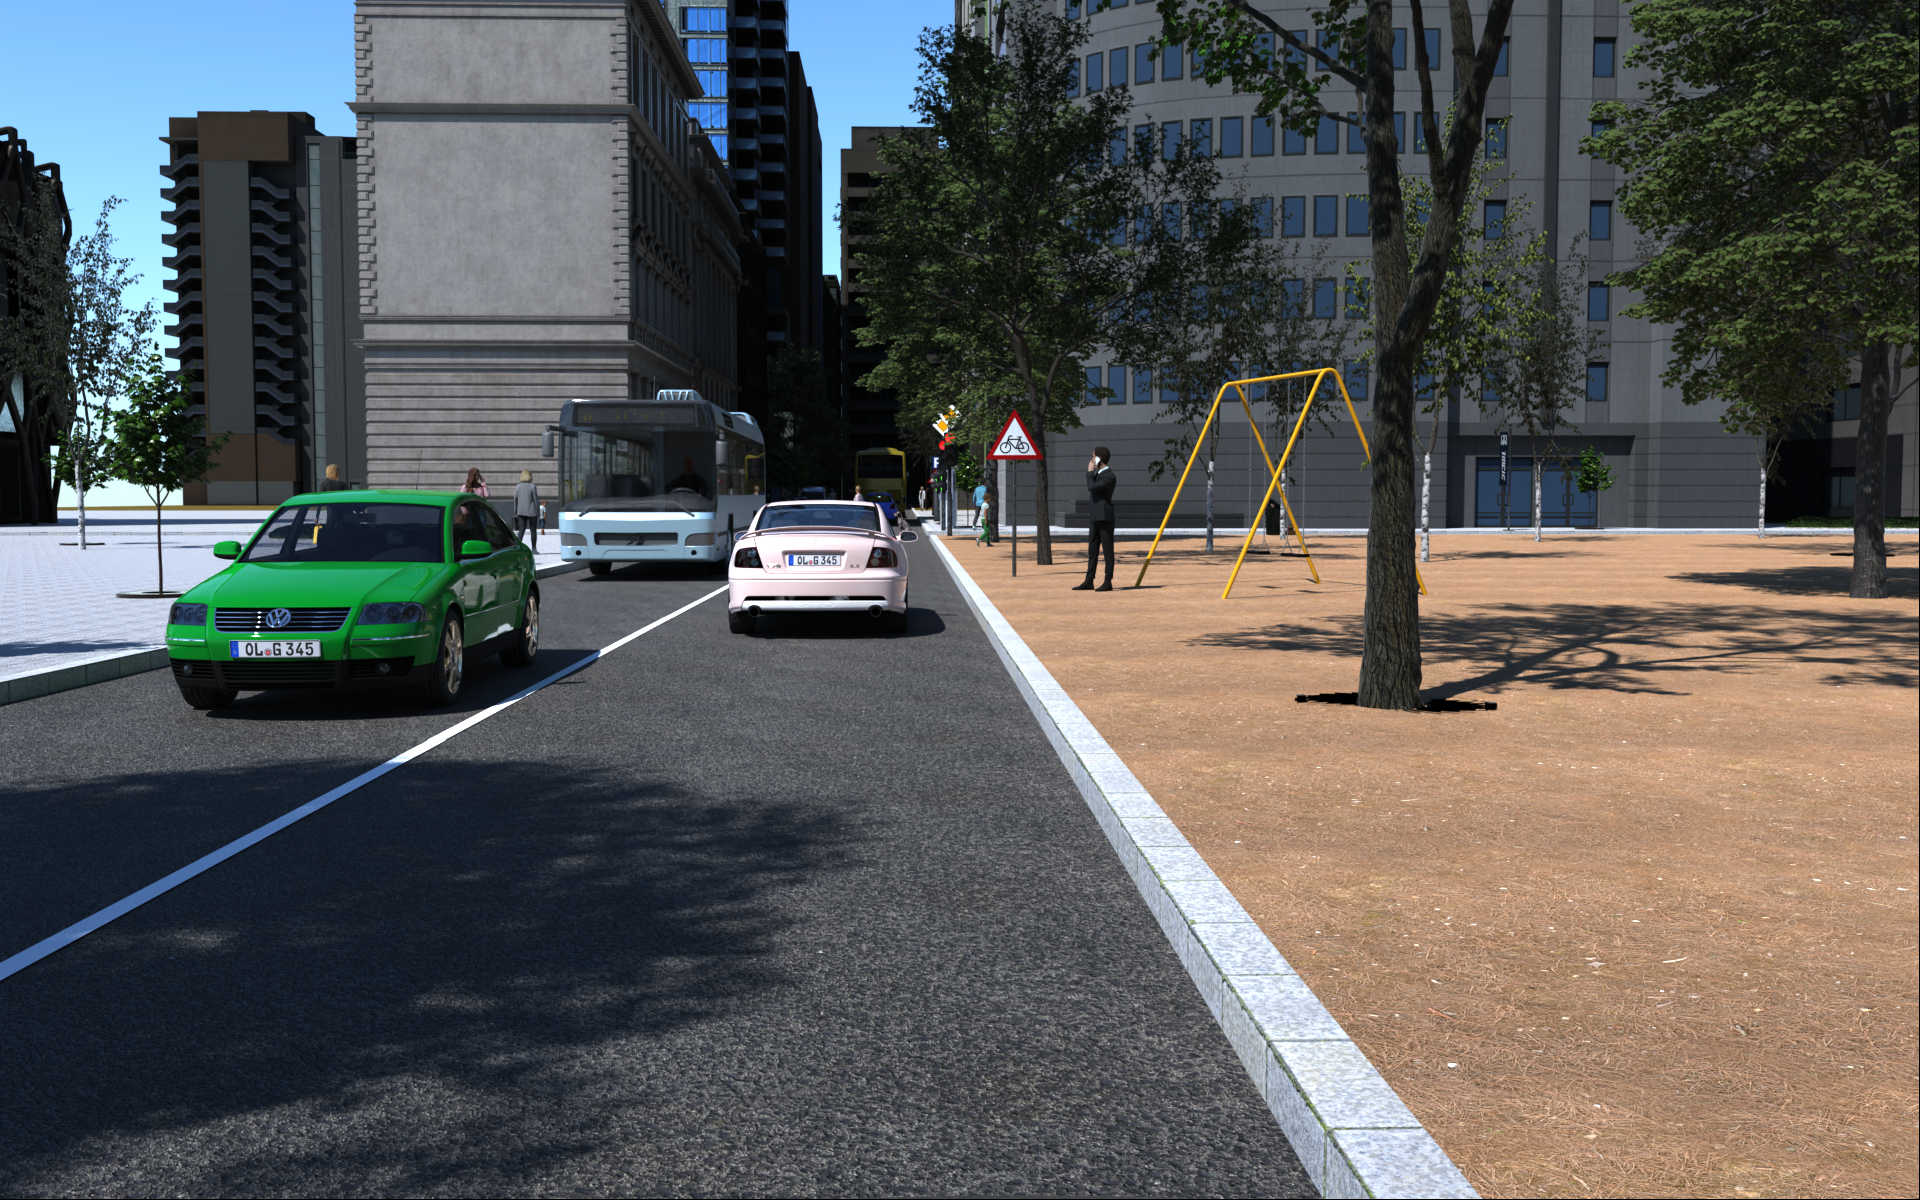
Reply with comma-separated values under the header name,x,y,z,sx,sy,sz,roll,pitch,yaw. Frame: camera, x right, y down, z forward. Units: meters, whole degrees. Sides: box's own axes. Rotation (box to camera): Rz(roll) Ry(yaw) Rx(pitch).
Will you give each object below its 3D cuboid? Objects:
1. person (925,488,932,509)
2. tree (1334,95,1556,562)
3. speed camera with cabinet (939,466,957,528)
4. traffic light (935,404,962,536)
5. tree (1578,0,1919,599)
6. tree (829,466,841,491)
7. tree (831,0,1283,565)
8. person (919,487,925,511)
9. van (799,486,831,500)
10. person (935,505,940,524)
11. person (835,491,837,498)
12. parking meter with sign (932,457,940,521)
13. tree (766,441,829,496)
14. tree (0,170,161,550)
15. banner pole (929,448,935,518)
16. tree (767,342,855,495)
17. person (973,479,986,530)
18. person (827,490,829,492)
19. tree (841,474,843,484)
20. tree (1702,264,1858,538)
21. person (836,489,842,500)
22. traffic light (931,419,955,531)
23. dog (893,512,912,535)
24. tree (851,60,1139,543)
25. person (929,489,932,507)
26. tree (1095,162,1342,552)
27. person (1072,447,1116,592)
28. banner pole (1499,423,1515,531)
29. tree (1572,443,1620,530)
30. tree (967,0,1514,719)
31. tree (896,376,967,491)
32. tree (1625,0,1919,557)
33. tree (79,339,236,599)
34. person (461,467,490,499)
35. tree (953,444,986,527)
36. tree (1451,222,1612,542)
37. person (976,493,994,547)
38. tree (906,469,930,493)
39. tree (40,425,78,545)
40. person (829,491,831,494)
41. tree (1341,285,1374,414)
name,x,y,z,sx,sy,sz,roll,pitch,yaw
person,-2.803,-8.739,148.942,0.705,1.822,1.348,2,4,32
tree,8.933,-5.032,32.638,4.737,8.622,4.395,0,3,0
speed camera with cabinet,-0.462,-4.287,64.430,0.660,3.252,2.038,0,4,3
traffic light,-0.332,-3.910,52.848,0.839,4.253,0.868,0,4,-2
tree,11.420,-6.272,20.674,7.486,12.596,7.792,0,3,0
tree,-11.206,-8.224,118.174,4.285,4.588,4.351,0,3,0
tree,1.598,-5.936,31.464,8.767,10.594,7.601,0,4,6
person,-2.831,-7.565,129.608,0.514,1.842,0.818,0,4,3
van,-7.920,-5.282,93.372,2.013,2.044,4.112,0,4,0
person,-0.642,-4.054,72.427,0.767,1.812,0.694,1,4,14
person,-14.935,-12.319,208.399,0.756,1.711,0.436,-1,4,-8
parking meter with sign,-0.995,-5.233,81.828,0.543,3.016,1.738,0,4,2
tree,-10.742,-7.475,105.935,4.285,4.588,4.351,0,3,0
tree,-20.236,-5.459,39.613,4.360,8.622,3.978,0,3,0
banner pole,-1.507,-6.351,93.850,0.401,3.779,0.863,2,4,26
tree,-12.445,-13.054,130.444,9.611,12.733,9.660,0,3,0
person,0.704,-3.379,61.301,0.660,1.820,0.620,2,4,30
person,-15.015,-11.679,197.009,1.348,1.822,0.705,2,4,31
tree,-13.367,-11.646,174.128,4.285,4.588,4.351,0,3,0
tree,23.539,-6.097,50.045,4.360,8.622,3.978,0,3,0
person,-13.490,-11.405,192.643,0.705,1.807,1.348,1,4,19
traffic light,-0.598,-4.398,60.829,0.839,4.253,0.868,0,4,-2
dog,-1.876,-2.660,60.324,0.800,0.831,0.513,3,5,41
tree,0.826,-7.823,46.025,7.486,12.596,7.792,0,3,0
person,-2.855,-9.929,168.937,0.434,1.755,0.990,1,4,12
tree,5.393,-5.390,38.487,4.360,8.622,3.978,0,3,0
person,1.806,-1.069,22.884,0.474,1.900,0.648,-1,4,-19
banner pole,19.217,-4.340,60.969,0.401,3.779,0.863,-1,4,-16
tree,22.845,-4.184,63.015,1.663,3.219,1.824,0,3,0
tree,2.777,-5.165,10.206,9.928,11.665,9.643,0,3,0
tree,-1.581,-9.164,100.193,4.360,8.622,3.978,0,3,0
tree,18.769,-7.640,35.289,12.009,13.543,11.850,0,3,0
tree,-9.947,-1.661,21.765,1.663,3.219,1.824,0,3,0
person,-8.673,-1.473,30.716,0.593,1.750,0.643,-2,4,-28
tree,0.439,-4.424,66.936,1.663,3.219,1.824,0,3,0
tree,15.305,-5.849,46.000,4.360,8.622,3.978,0,3,0
person,0.602,-1.952,42.207,0.590,1.304,0.306,-3,4,-39
tree,-4.614,-13.338,201.797,4.285,4.588,4.351,0,3,0
tree,-22.023,-3.000,43.646,1.663,3.219,1.824,0,3,0
person,-13.820,-10.924,185.361,0.721,1.736,1.217,1,4,18
tree,9.331,-6.010,48.619,4.360,8.622,3.978,0,3,0
